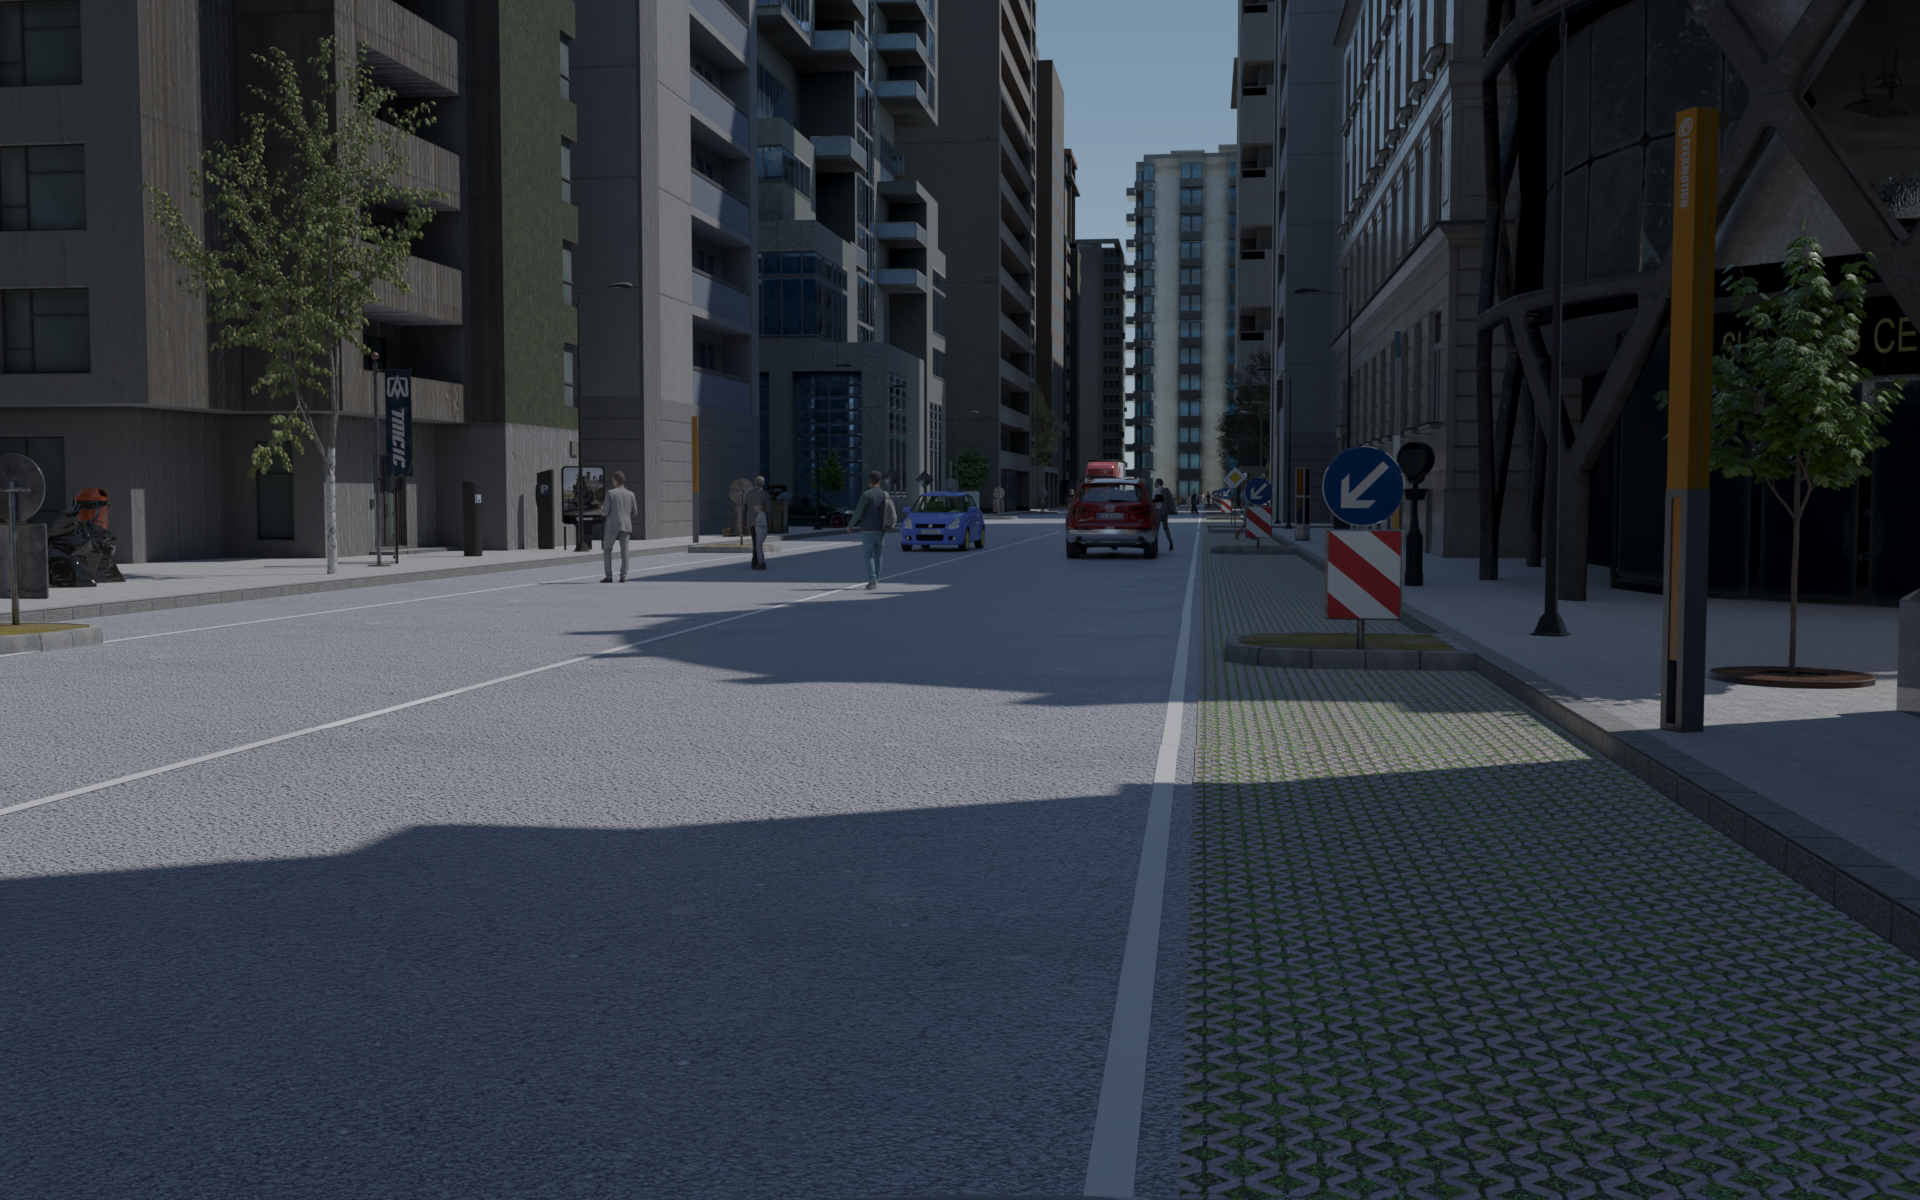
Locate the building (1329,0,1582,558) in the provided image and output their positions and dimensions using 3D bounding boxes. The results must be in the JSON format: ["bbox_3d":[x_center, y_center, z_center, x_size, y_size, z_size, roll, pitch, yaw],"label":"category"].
[{"bbox_3d":[18.876,-13.083,47.183,16.112,22.955,30.059,0,4,8],"label":"building"}]

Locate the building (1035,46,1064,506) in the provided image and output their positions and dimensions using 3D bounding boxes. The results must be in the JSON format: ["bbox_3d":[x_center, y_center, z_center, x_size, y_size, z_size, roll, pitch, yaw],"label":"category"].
[{"bbox_3d":[3.119,-32.227,177.025,14.600,45.320,14.200,0,4,8],"label":"building"}]

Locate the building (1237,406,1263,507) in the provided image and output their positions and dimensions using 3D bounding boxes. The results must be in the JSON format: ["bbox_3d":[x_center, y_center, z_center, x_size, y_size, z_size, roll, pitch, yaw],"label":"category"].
[{"bbox_3d":[37.748,-33.149,165.686,21.300,48.544,21.600,0,4,8],"label":"building"}]

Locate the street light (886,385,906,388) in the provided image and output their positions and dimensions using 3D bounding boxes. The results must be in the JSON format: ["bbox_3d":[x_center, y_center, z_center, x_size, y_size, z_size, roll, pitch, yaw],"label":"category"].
[{"bbox_3d":[-2.989,-6.183,73.634,1.470,5.913,1.316,0,4,8],"label":"street light"}]

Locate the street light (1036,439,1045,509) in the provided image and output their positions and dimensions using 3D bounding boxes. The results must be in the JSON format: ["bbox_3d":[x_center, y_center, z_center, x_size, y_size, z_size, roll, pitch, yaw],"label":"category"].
[{"bbox_3d":[7.020,-10.523,144.594,1.470,5.913,1.316,0,4,8],"label":"street light"}]

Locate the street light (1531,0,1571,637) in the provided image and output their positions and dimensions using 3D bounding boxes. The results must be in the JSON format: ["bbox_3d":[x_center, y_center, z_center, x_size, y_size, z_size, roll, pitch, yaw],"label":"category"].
[{"bbox_3d":[4.833,-2.636,15.644,1.470,5.913,1.316,0,4,8],"label":"street light"}]

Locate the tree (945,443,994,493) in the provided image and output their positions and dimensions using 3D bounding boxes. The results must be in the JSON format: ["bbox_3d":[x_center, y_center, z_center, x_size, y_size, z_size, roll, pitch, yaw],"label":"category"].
[{"bbox_3d":[0.612,-7.712,109.799,4.285,4.588,4.351,0,3,0],"label":"tree"}]

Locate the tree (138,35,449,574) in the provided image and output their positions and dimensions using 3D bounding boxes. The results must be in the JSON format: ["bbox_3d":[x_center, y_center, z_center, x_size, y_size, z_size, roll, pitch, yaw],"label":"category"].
[{"bbox_3d":[-10.312,-4.722,27.560,4.737,8.622,4.395,0,3,0],"label":"tree"}]

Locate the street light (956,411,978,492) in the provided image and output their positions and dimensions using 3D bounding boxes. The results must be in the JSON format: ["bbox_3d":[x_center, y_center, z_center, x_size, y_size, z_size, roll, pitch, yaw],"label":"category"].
[{"bbox_3d":[0.332,-7.637,97.402,1.470,5.913,1.316,0,4,8],"label":"street light"}]

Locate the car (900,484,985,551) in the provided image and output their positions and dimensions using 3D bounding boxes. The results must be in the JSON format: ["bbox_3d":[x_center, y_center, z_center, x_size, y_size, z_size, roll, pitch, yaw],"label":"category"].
[{"bbox_3d":[-0.427,-2.133,44.468,1.945,1.707,3.694,1,4,10],"label":"car"}]

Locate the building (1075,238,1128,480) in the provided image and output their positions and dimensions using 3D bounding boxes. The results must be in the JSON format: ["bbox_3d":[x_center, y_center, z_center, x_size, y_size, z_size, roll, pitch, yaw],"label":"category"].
[{"bbox_3d":[11.628,-33.998,247.747,23.993,40.220,32.217,0,4,8],"label":"building"}]

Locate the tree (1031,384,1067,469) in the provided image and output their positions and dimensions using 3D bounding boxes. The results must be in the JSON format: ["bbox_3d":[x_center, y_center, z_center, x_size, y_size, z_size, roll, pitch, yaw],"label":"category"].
[{"bbox_3d":[4.387,-12.427,137.589,8.767,10.594,7.601,0,4,7],"label":"tree"}]

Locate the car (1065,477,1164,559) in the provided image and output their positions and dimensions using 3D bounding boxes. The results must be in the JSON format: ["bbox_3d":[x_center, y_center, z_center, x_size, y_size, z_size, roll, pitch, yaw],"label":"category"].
[{"bbox_3d":[3.565,-1.920,40.058,2.281,1.827,5.304,0,4,7],"label":"car"}]

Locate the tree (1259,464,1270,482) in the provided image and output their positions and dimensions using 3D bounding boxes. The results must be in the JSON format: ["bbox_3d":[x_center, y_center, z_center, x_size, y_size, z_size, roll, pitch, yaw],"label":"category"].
[{"bbox_3d":[16.881,-6.051,93.528,1.663,3.219,1.824,0,3,0],"label":"tree"}]

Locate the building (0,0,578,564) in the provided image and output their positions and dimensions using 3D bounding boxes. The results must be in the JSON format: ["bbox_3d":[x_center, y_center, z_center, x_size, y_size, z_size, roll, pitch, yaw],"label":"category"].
[{"bbox_3d":[-17.495,-16.239,37.212,14.160,30.474,14.107,0,4,8],"label":"building"}]

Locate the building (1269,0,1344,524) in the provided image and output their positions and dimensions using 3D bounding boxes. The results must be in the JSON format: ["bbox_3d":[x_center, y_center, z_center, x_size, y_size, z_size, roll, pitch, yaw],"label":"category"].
[{"bbox_3d":[28.669,-32.709,76.796,28.212,58.520,21.231,0,4,8],"label":"building"}]

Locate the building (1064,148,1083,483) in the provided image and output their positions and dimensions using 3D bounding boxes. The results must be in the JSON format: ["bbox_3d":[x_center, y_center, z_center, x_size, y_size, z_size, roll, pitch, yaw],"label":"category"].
[{"bbox_3d":[1.508,-34.217,214.079,28.867,44.769,22.147,0,4,8],"label":"building"}]

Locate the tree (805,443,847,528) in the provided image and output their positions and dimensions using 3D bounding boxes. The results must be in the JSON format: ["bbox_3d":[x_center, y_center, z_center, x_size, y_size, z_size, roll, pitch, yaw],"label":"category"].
[{"bbox_3d":[-4.795,-4.331,65.420,1.663,3.219,1.824,0,3,0],"label":"tree"}]

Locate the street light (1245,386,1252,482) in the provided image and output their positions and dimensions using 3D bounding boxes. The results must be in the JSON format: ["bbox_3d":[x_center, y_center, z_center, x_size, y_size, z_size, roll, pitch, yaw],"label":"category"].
[{"bbox_3d":[13.037,-6.201,73.935,1.470,5.913,1.316,0,4,8],"label":"street light"}]

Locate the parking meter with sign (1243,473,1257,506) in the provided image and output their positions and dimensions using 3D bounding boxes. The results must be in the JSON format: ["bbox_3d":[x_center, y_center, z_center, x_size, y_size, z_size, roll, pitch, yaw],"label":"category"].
[{"bbox_3d":[23.955,-8.905,141.856,1.738,3.016,0.543,-2,4,-35],"label":"parking meter with sign"}]

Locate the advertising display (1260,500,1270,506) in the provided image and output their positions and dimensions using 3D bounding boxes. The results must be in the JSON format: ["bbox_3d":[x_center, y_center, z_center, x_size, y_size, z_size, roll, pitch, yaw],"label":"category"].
[{"bbox_3d":[16.851,-5.551,95.972,0.974,1.923,0.123,-2,4,-35],"label":"advertising display"}]

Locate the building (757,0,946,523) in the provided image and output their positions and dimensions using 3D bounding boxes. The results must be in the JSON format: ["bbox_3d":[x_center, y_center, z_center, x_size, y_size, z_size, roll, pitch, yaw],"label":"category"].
[{"bbox_3d":[-12.096,-47.409,87.803,22.319,86.520,31.000,0,4,8],"label":"building"}]

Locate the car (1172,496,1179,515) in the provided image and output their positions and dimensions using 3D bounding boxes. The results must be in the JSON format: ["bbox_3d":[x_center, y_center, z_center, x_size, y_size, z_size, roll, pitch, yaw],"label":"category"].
[{"bbox_3d":[14.158,-6.619,120.584,2.083,1.381,4.827,1,4,10],"label":"car"}]

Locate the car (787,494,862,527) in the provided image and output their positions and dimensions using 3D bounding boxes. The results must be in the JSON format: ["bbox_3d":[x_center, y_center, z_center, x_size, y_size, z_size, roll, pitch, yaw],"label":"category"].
[{"bbox_3d":[-5.983,-3.671,69.810,4.222,1.686,2.009,0,4,7],"label":"car"}]

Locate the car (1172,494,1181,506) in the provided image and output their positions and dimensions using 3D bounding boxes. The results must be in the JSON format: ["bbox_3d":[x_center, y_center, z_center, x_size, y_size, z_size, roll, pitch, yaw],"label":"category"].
[{"bbox_3d":[26.655,-12.617,216.516,2.015,1.641,3.980,1,4,8],"label":"car"}]

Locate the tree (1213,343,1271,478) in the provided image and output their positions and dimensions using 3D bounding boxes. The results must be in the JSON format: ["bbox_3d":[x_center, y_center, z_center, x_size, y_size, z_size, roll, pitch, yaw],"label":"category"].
[{"bbox_3d":[19.028,-10.597,107.667,7.601,10.594,8.767,-2,4,-28],"label":"tree"}]

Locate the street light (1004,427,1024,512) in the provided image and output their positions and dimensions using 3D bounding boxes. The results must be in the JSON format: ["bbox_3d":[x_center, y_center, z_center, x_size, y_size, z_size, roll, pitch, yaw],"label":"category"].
[{"bbox_3d":[3.730,-9.070,120.832,1.470,5.913,1.316,0,4,8],"label":"street light"}]

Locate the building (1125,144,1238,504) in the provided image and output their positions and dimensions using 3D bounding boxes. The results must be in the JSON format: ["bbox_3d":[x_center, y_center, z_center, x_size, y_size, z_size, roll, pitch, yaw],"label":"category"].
[{"bbox_3d":[38.366,-37.920,239.599,30.456,49.044,23.786,0,4,8],"label":"building"}]

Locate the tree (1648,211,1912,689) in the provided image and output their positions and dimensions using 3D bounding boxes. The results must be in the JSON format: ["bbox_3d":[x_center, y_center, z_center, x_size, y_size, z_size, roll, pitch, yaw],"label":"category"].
[{"bbox_3d":[5.846,-1.056,11.875,1.663,3.219,1.824,0,3,0],"label":"tree"}]

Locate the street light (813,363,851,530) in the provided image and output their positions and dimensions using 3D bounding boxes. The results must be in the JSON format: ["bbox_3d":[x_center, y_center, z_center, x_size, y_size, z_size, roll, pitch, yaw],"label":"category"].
[{"bbox_3d":[-4.550,-5.454,61.712,1.470,5.913,1.316,0,4,8],"label":"street light"}]

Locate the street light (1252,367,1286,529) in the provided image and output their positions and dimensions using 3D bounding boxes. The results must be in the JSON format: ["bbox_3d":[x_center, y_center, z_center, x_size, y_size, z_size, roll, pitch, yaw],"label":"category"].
[{"bbox_3d":[11.555,-5.569,63.592,1.470,5.913,1.316,0,4,8],"label":"street light"}]

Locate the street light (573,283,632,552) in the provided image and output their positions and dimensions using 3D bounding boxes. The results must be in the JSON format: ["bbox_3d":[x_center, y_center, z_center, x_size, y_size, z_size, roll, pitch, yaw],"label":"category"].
[{"bbox_3d":[-7.886,-4.020,38.274,1.470,5.913,1.316,0,4,8],"label":"street light"}]

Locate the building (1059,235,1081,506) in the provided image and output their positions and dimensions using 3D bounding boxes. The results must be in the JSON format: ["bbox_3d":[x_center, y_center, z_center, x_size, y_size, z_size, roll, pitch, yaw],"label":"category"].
[{"bbox_3d":[5.820,-25.699,191.874,14.160,30.474,14.107,0,4,8],"label":"building"}]

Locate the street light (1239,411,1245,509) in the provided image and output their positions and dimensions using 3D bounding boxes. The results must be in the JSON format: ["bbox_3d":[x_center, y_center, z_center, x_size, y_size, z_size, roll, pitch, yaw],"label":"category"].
[{"bbox_3d":[16.350,-7.635,97.377,1.470,5.913,1.316,0,4,8],"label":"street light"}]

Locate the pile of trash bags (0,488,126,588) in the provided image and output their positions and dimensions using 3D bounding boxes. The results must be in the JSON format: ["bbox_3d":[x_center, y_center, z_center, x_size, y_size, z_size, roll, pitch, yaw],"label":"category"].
[{"bbox_3d":[-13.032,-0.932,24.999,1.912,1.369,3.447,-1,4,-8],"label":"pile of trash bags"}]

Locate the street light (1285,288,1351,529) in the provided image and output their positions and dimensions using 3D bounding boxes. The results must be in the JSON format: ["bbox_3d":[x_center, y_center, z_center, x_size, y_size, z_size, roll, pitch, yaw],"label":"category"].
[{"bbox_3d":[8.212,-4.069,39.076,1.470,5.913,1.316,0,4,8],"label":"street light"}]

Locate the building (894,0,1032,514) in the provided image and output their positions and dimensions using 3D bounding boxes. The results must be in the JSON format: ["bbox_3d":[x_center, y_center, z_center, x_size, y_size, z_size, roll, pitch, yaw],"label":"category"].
[{"bbox_3d":[-6.565,-30.523,122.760,21.300,48.544,21.600,0,4,8],"label":"building"}]

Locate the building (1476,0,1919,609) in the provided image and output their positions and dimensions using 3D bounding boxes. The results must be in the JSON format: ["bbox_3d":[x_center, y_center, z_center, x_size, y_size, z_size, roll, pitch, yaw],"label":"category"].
[{"bbox_3d":[15.648,-9.528,23.233,16.820,18.784,16.811,0,4,8],"label":"building"}]

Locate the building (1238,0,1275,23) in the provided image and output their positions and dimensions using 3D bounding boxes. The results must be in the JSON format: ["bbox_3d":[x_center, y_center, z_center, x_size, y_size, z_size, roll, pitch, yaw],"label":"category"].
[{"bbox_3d":[33.632,-32.724,124.271,28.713,52.752,27.495,0,4,8],"label":"building"}]

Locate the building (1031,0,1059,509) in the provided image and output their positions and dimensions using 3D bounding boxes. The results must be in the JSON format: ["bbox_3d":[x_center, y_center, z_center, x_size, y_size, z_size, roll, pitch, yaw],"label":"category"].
[{"bbox_3d":[-1.400,-44.102,159.325,20.563,71.187,20.611,0,4,8],"label":"building"}]

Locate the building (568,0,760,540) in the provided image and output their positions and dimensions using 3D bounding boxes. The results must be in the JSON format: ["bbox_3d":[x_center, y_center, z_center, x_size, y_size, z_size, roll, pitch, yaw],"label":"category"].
[{"bbox_3d":[-21.521,-31.481,56.708,28.212,58.520,21.231,0,4,8],"label":"building"}]
